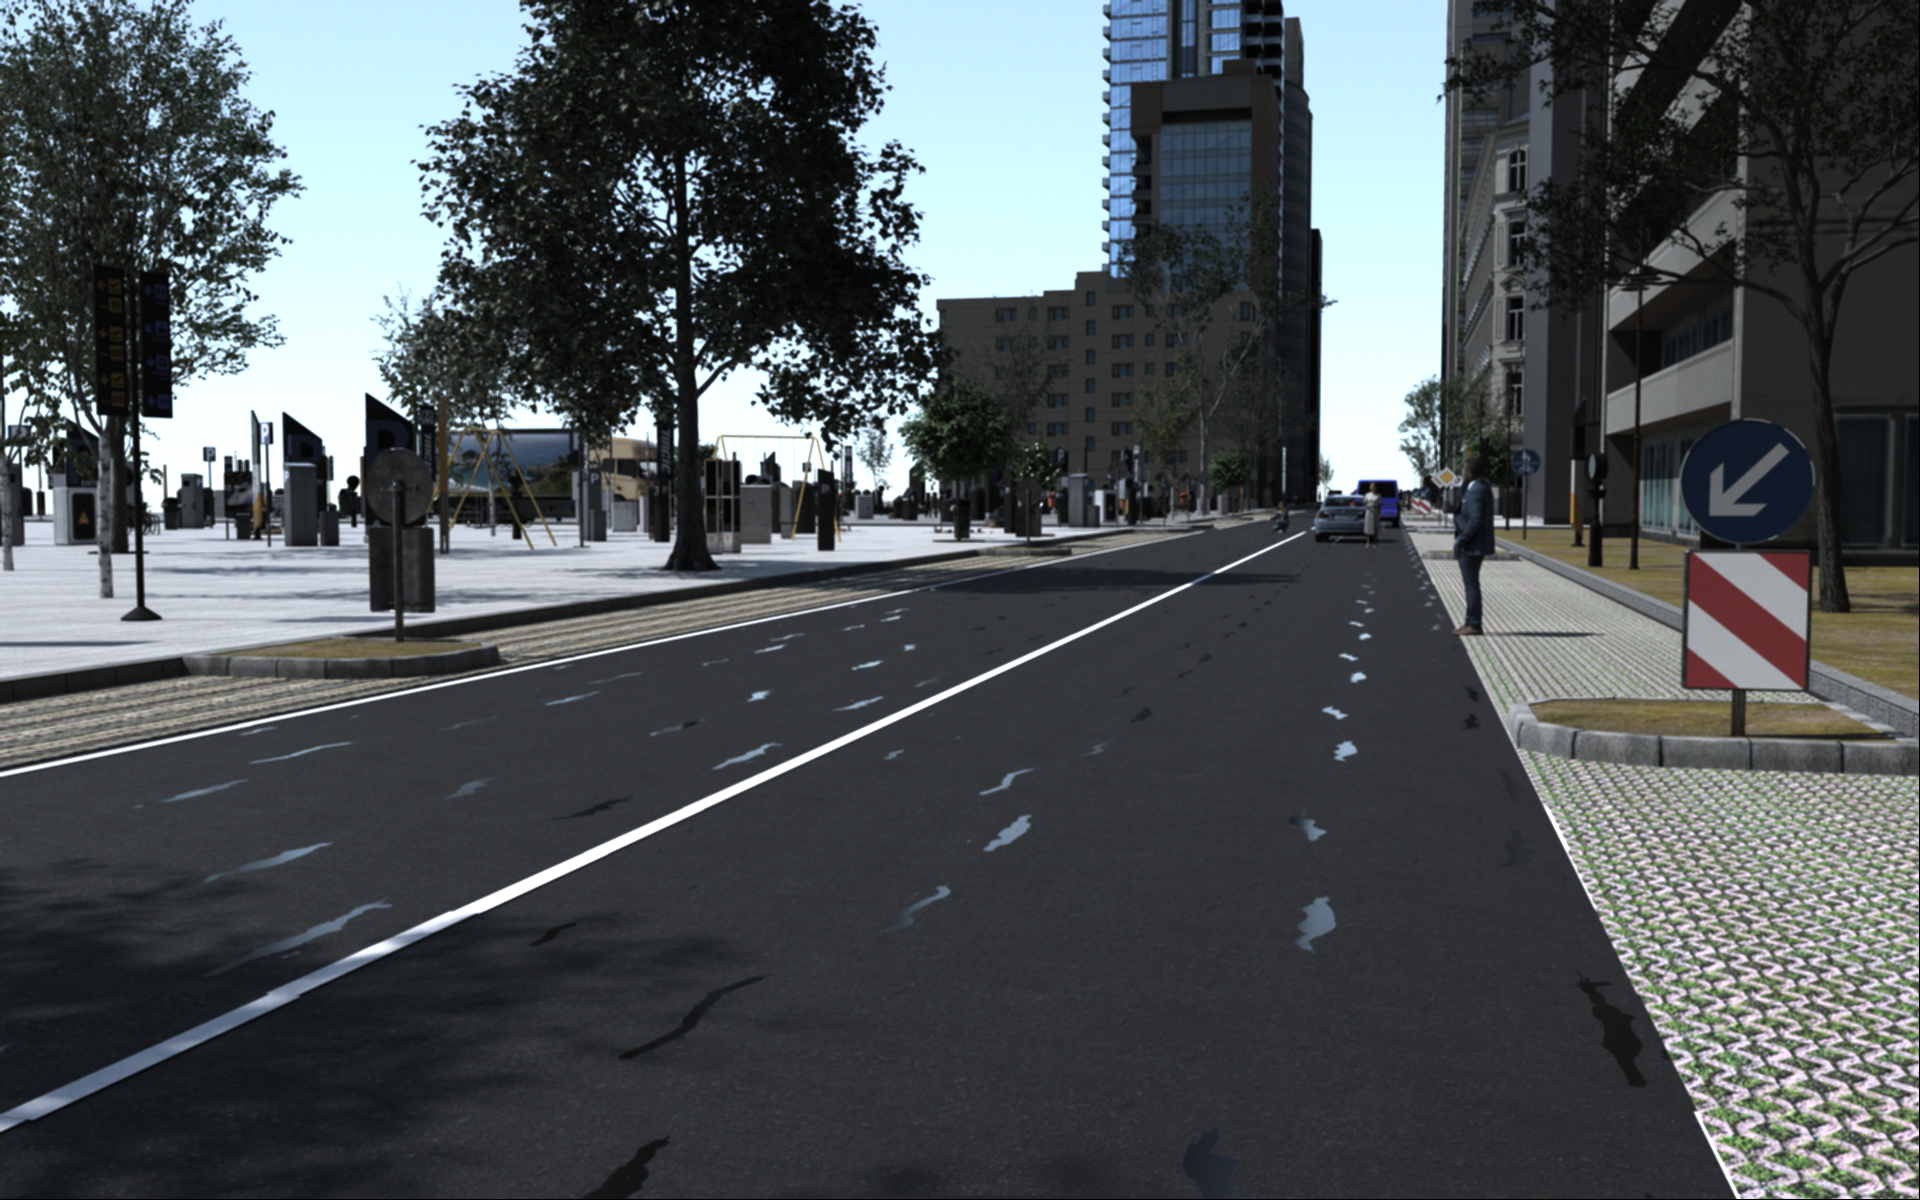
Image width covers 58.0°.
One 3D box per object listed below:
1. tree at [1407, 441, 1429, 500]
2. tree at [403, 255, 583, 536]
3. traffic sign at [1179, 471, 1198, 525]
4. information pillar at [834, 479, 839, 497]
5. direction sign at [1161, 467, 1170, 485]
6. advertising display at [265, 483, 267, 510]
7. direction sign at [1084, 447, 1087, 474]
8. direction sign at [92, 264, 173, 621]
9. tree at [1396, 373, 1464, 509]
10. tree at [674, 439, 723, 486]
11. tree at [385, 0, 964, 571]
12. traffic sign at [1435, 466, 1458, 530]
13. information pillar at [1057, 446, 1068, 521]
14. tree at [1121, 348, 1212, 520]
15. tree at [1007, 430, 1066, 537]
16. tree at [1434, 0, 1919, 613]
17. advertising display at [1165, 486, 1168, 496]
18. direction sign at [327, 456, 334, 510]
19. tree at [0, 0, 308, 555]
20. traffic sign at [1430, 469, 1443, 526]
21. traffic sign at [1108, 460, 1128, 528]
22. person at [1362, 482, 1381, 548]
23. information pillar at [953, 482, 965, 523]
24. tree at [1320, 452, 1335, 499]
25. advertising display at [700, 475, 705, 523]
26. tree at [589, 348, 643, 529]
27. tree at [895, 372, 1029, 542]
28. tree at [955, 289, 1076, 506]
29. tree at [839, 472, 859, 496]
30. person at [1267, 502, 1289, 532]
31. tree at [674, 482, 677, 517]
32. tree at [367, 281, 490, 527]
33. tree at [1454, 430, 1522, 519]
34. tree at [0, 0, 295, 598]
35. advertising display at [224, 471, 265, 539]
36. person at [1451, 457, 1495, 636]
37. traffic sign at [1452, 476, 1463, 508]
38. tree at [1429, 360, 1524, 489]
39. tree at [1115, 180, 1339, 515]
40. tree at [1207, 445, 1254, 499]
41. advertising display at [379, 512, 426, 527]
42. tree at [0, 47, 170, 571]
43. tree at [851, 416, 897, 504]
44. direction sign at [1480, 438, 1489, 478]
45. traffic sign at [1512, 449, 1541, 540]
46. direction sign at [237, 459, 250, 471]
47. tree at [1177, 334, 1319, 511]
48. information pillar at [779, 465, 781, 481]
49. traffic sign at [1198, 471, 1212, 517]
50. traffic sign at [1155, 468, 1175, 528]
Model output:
[{"bbox_3d":[60.482,-16.848,225.823,4.737,8.622,4.395,0,3,0],"label":"tree"},{"bbox_3d":[-14.420,-6.250,52.542,4.360,8.622,3.978,0,3,0],"label":"tree"},{"bbox_3d":[9.620,-4.234,72.867,0.795,2.450,0.064,1,4,14],"label":"traffic sign"},{"bbox_3d":[-6.093,-4.879,84.267,0.304,2.012,0.304,1,4,19],"label":"information pillar"},{"bbox_3d":[17.482,-9.514,147.546,0.876,3.537,0.379,3,5,39],"label":"direction sign"},{"bbox_3d":[-40.657,-5.872,101.214,0.123,1.923,0.974,-1,4,-10],"label":"advertising display"},{"bbox_3d":[6.115,-5.641,84.235,0.379,3.537,0.876,1,4,10],"label":"direction sign"},{"bbox_3d":[-8.340,-1.562,17.537,0.379,3.537,0.876,2,4,26],"label":"direction sign"},{"bbox_3d":[40.918,-13.545,147.221,9.928,11.665,9.643,0,3,0],"label":"tree"},{"bbox_3d":[-14.457,-6.754,94.149,4.285,4.588,4.351,0,3,0],"label":"tree"},{"bbox_3d":[-4.674,-6.846,28.938,9.611,12.733,9.660,0,3,0],"label":"tree"},{"bbox_3d":[17.591,-3.609,62.652,0.795,2.450,0.064,1,4,14],"label":"traffic sign"},{"bbox_3d":[4.962,-5.644,83.628,0.504,3.616,0.183,0,4,7],"label":"information pillar"},{"bbox_3d":[10.413,-8.332,86.595,4.737,8.622,4.395,0,3,0],"label":"tree"},{"bbox_3d":[2.486,-3.548,52.606,1.663,3.219,1.824,0,3,0],"label":"tree"},{"bbox_3d":[9.320,-5.160,18.776,8.767,10.594,7.601,-2,4,-35],"label":"tree"},{"bbox_3d":[16.918,-8.364,141.963,0.123,1.923,0.974,1,4,19],"label":"advertising display"},{"bbox_3d":[-37.170,-6.729,102.016,0.876,3.537,0.379,2,4,33],"label":"direction sign"},{"bbox_3d":[-17.969,-6.794,36.830,9.928,11.665,9.643,0,3,0],"label":"tree"},{"bbox_3d":[19.511,-4.083,70.404,0.795,2.450,0.064,1,4,14],"label":"traffic sign"},{"bbox_3d":[5.908,-3.963,64.896,0.768,2.556,0.104,1,4,17],"label":"traffic sign"},{"bbox_3d":[10.900,-2.250,45.865,0.480,1.755,0.524,1,4,17],"label":"person"},{"bbox_3d":[-0.053,-5.155,75.631,0.504,3.616,0.183,0,4,-7],"label":"information pillar"},{"bbox_3d":[62.997,-21.347,299.389,4.737,8.622,4.395,0,3,0],"label":"tree"},{"bbox_3d":[-8.508,-3.283,58.896,0.974,1.923,0.123,-1,4,-20],"label":"advertising display"},{"bbox_3d":[-13.249,-6.951,64.006,4.360,8.622,3.978,0,3,0],"label":"tree"},{"bbox_3d":[-0.055,-3.848,46.637,4.285,4.588,4.351,0,3,0],"label":"tree"},{"bbox_3d":[1.909,-6.804,61.610,4.360,8.622,3.978,0,3,0],"label":"tree"},{"bbox_3d":[-8.490,-8.234,129.227,1.663,3.219,1.824,0,3,0],"label":"tree"},{"bbox_3d":[11.971,-3.099,64.660,0.738,1.151,1.012,-1,4,-11],"label":"person"},{"bbox_3d":[-16.131,-6.376,98.846,1.663,3.219,1.824,0,3,0],"label":"tree"},{"bbox_3d":[-18.514,-6.731,60.412,4.737,8.622,4.395,0,3,0],"label":"tree"},{"bbox_3d":[26.961,-6.407,88.475,4.285,4.588,4.351,0,3,0],"label":"tree"},{"bbox_3d":[-10.550,-4.344,21.389,4.360,8.622,3.978,0,3,0],"label":"tree"},{"bbox_3d":[-20.384,-2.693,49.246,0.974,1.923,0.123,-1,4,-19],"label":"advertising display"},{"bbox_3d":[5.186,-0.539,17.494,0.419,1.800,0.721,1,4,19],"label":"person"},{"bbox_3d":[28.311,-5.903,98.641,0.606,2.300,0.079,1,4,19],"label":"traffic sign"},{"bbox_3d":[28.478,-8.816,94.503,4.737,8.622,4.395,0,3,0],"label":"tree"},{"bbox_3d":[16.030,-15.223,104.785,12.611,20.169,13.585,0,3,0],"label":"tree"},{"bbox_3d":[18.165,-8.132,116.669,4.285,4.588,4.351,0,3,0],"label":"tree"},{"bbox_3d":[-12.130,-1.985,37.665,0.974,1.923,0.123,-1,4,-20],"label":"advertising display"},{"bbox_3d":[-15.724,-4.793,28.726,4.737,8.622,4.395,0,3,0],"label":"tree"},{"bbox_3d":[-7.183,-12.063,147.594,4.360,8.622,3.978,0,3,0],"label":"tree"},{"bbox_3d":[21.102,-4.757,69.776,0.379,3.537,0.876,3,5,39],"label":"direction sign"},{"bbox_3d":[15.855,-2.964,48.560,0.768,2.556,0.104,1,4,18],"label":"traffic sign"},{"bbox_3d":[-46.876,-7.425,113.402,0.876,3.537,0.379,1,4,12],"label":"direction sign"},{"bbox_3d":[21.995,-13.533,131.631,12.009,13.543,11.850,0,3,0],"label":"tree"},{"bbox_3d":[-14.668,-9.085,139.894,0.504,3.616,0.183,1,4,20],"label":"information pillar"},{"bbox_3d":[13.466,-5.829,95.404,0.768,2.556,0.104,1,4,20],"label":"traffic sign"},{"bbox_3d":[7.699,-3.760,65.115,0.795,2.450,0.064,1,4,14],"label":"traffic sign"}]
